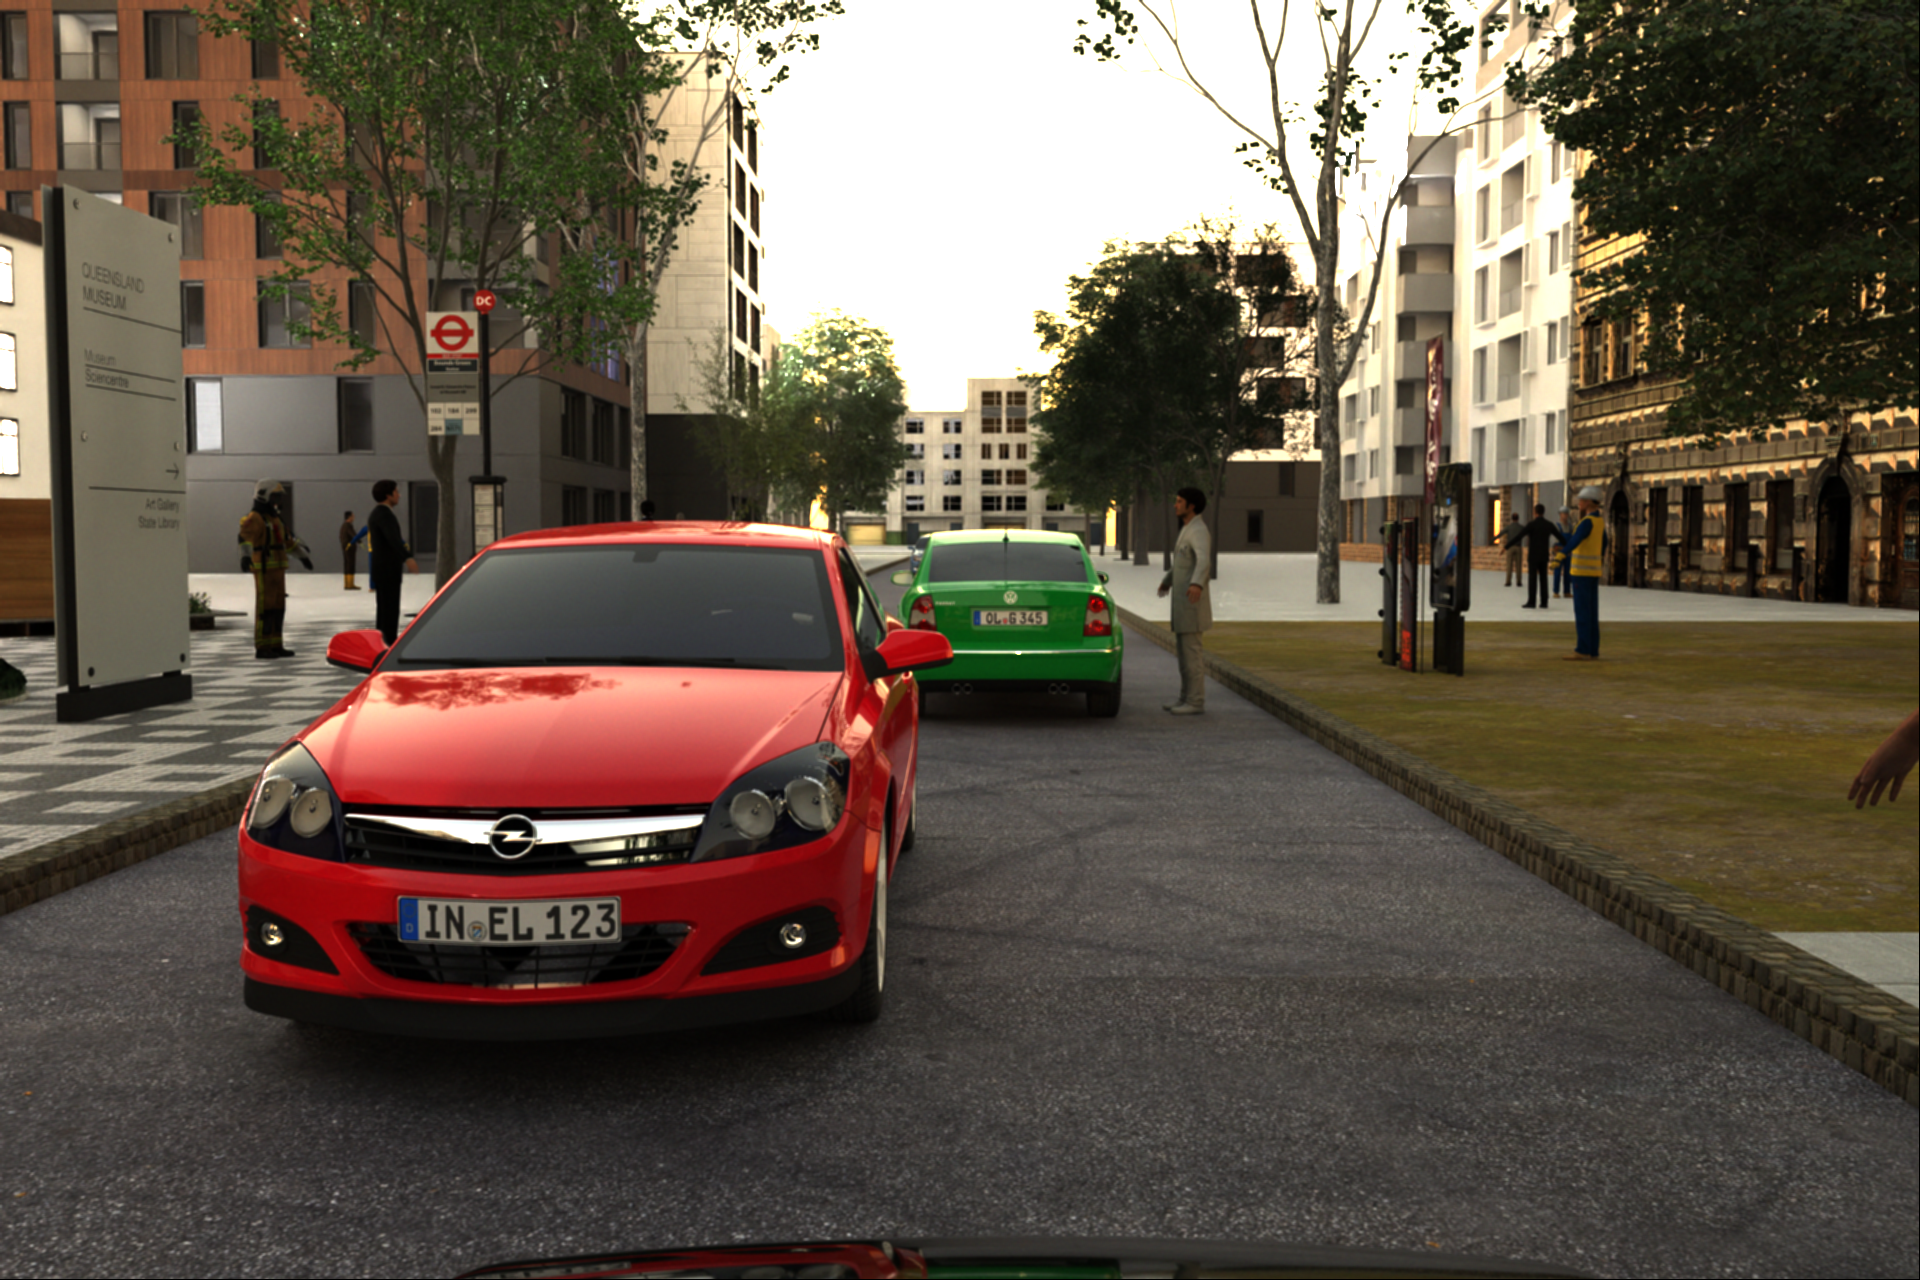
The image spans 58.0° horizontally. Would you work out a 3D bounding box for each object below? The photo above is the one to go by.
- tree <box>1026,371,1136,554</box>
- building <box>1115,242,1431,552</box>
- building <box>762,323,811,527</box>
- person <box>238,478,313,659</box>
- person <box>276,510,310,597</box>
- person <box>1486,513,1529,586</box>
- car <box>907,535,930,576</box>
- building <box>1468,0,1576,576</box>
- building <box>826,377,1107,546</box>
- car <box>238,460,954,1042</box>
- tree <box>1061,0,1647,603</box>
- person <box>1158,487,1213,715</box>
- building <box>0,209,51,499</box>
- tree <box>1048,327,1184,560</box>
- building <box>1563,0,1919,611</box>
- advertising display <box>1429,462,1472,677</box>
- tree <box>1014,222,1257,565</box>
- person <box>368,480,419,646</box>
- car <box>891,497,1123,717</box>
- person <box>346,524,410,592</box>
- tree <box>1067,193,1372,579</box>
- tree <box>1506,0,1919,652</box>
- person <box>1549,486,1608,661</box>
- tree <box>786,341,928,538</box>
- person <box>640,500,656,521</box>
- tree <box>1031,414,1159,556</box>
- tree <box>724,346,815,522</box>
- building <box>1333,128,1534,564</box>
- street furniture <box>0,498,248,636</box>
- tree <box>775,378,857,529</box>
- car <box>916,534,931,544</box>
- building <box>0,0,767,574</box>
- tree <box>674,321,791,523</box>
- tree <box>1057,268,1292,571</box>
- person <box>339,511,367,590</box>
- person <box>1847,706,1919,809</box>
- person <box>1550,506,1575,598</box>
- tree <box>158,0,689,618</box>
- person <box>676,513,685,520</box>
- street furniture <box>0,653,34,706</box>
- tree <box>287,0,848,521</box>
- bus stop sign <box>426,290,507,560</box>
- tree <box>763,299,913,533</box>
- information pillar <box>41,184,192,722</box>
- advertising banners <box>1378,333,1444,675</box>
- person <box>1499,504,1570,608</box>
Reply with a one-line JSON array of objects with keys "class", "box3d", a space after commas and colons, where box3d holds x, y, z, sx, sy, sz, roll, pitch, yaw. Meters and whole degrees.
[{"class": "tree", "box3d": [8.014, -11.726, 109.853, 7.486, 12.596, 7.792, 0, 3, 0]}, {"class": "building", "box3d": [26.100, -17.964, 137.679, 27.936, 21.610, 32.646, 0, 4, 0]}, {"class": "building", "box3d": [-23.988, -18.027, 161.205, 16.747, 18.905, 31.486, 0, 4, 1]}, {"class": "person", "box3d": [-7.111, -0.742, 17.897, 0.705, 1.858, 1.354, 0, 4, 6]}, {"class": "person", "box3d": [-13.938, -1.803, 35.255, 1.354, 1.856, 0.705, 0, 4, 1]}, {"class": "person", "box3d": [13.606, -2.216, 42.502, 1.348, 1.796, 0.705, 1, 4, 14]}, {"class": "car", "box3d": [-0.735, -2.809, 57.930, 2.014, 1.417, 4.499, 0, 4, 0]}, {"class": "building", "box3d": [23.488, -12.497, 60.744, 16.016, 20.090, 11.380, 0, 4, 1]}, {"class": "building", "box3d": [1.120, -20.389, 202.268, 31.486, 18.905, 16.747, 0, 4, 3]}, {"class": "car", "box3d": [-1.095, 0.159, 6.435, 2.155, 1.783, 4.494, 0, 4, 0]}, {"class": "tree", "box3d": [5.856, -10.678, 30.468, 12.611, 20.169, 13.585, 0, 3, 0]}, {"class": "person", "box3d": [1.817, -0.322, 13.902, 0.705, 1.806, 1.347, 0, 4, -4]}, {"class": "building", "box3d": [-25.506, -5.597, 33.651, 9.099, 9.664, 28.070, 0, 3, 0]}, {"class": "tree", "box3d": [8.030, -9.722, 84.712, 9.928, 11.665, 9.643, 0, 3, 0]}, {"class": "building", "box3d": [25.104, -12.539, 35.935, 19.493, 23.208, 18.063, 0, 4, 1]}, {"class": "advertising display", "box3d": [4.519, -0.659, 15.982, 0.123, 1.923, 0.974, 0, 4, 1]}, {"class": "tree", "box3d": [7.345, -10.041, 70.829, 9.857, 13.997, 8.962, 0, 3, 0]}, {"class": "person", "box3d": [-5.542, -0.652, 16.853, 0.705, 1.806, 1.347, -2, 4, -31]}, {"class": "car", "box3d": [0.361, -0.376, 14.942, 1.959, 1.807, 4.718, 0, 4, 0]}, {"class": "person", "box3d": [-12.871, -1.977, 38.299, 1.349, 1.833, 0.705, -1, 4, -16]}, {"class": "tree", "box3d": [7.071, -6.980, 48.530, 8.767, 10.594, 7.601, 1, 4, 10]}, {"class": "tree", "box3d": [10.576, -6.818, 18.126, 9.857, 13.997, 8.962, 0, 3, 0]}, {"class": "person", "box3d": [6.334, -0.688, 17.718, 0.721, 1.772, 1.216, 3, 5, 41]}, {"class": "tree", "box3d": [-7.673, -12.219, 110.149, 12.009, 13.543, 11.850, 0, 3, 0]}, {"class": "person", "box3d": [-4.260, -1.029, 23.547, 1.216, 1.740, 0.721, -1, 4, -19]}, {"class": "tree", "box3d": [8.321, -10.201, 101.202, 8.767, 10.594, 7.601, 0, 4, 0]}, {"class": "tree", "box3d": [-7.811, -7.237, 68.692, 4.737, 8.622, 4.395, 0, 3, 0]}, {"class": "building", "box3d": [23.618, -13.976, 84.922, 16.016, 20.090, 11.380, 0, 4, 0]}, {"class": "street furniture", "box3d": [-13.807, -1.070, 24.346, 9.812, 1.723, 11.010, -3, 5, -42]}, {"class": "tree", "box3d": [-7.245, -8.067, 82.255, 4.360, 8.622, 3.978, 0, 3, 0]}, {"class": "car", "box3d": [-1.199, -4.796, 88.635, 2.015, 1.641, 3.980, 0, 4, 1]}, {"class": "building", "box3d": [-23.890, -13.927, 71.687, 27.936, 21.610, 32.646, 0, 4, 1]}, {"class": "tree", "box3d": [-7.767, -6.700, 59.901, 4.360, 8.622, 3.978, 0, 3, 0]}, {"class": "tree", "box3d": [7.292, -7.678, 59.952, 8.767, 10.594, 7.601, 1, 4, 14]}, {"class": "person", "box3d": [-14.061, -2.070, 39.983, 0.704, 1.812, 1.346, -3, 5, -40]}, {"class": "person", "box3d": [1.817, 0.359, 2.710, 0.704, 1.817, 1.347, 0, 4, 2]}, {"class": "person", "box3d": [12.135, -1.770, 34.804, 1.347, 1.847, 0.705, -1, 4, -10]}, {"class": "tree", "box3d": [-7.952, -6.158, 26.439, 9.928, 11.665, 9.643, 0, 3, 0]}, {"class": "person", "box3d": [-7.016, -2.283, 43.462, 1.348, 1.813, 0.705, -1, 4, -20]}, {"class": "street furniture", "box3d": [-10.443, 0.268, 11.247, 5.734, 0.657, 10.072, 1, 4, 14]}, {"class": "tree", "box3d": [-9.444, -11.460, 43.263, 12.611, 20.169, 13.585, 0, 3, 0]}, {"class": "bus stop sign", "box3d": [-5.409, -1.854, 19.021, 0.855, 3.939, 0.416, 0, 4, 2]}, {"class": "tree", "box3d": [-7.010, -11.562, 95.690, 9.857, 13.997, 8.962, 0, 3, 0]}, {"class": "information pillar", "box3d": [-6.060, -1.297, 12.520, 0.184, 3.620, 1.656, 0, 4, 1]}, {"class": "advertising banners", "box3d": [4.213, -1.225, 16.220, 0.090, 3.025, 2.074, 0, 4, 1]}, {"class": "person", "box3d": [10.012, -1.456, 30.028, 1.346, 1.802, 0.704, -1, 4, -13]}]
